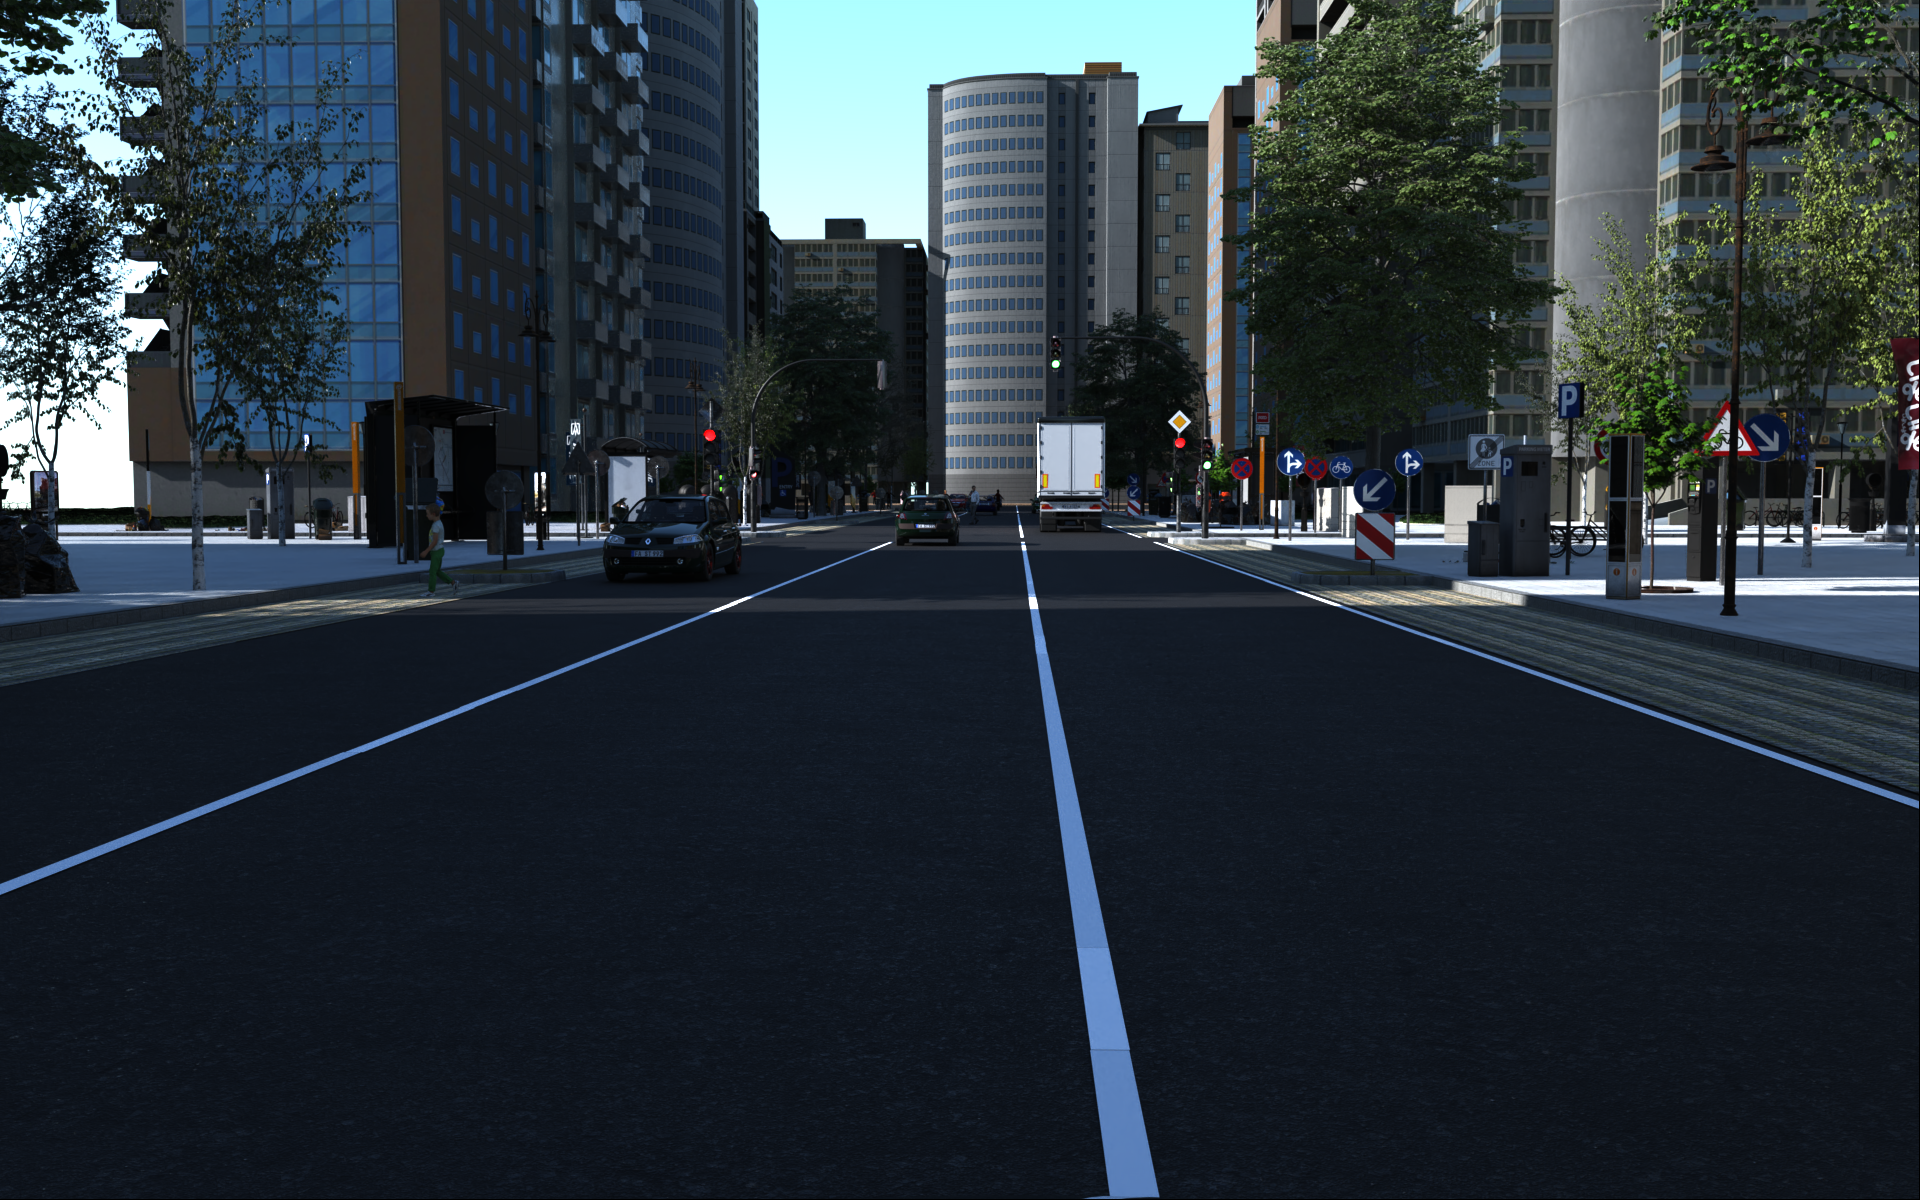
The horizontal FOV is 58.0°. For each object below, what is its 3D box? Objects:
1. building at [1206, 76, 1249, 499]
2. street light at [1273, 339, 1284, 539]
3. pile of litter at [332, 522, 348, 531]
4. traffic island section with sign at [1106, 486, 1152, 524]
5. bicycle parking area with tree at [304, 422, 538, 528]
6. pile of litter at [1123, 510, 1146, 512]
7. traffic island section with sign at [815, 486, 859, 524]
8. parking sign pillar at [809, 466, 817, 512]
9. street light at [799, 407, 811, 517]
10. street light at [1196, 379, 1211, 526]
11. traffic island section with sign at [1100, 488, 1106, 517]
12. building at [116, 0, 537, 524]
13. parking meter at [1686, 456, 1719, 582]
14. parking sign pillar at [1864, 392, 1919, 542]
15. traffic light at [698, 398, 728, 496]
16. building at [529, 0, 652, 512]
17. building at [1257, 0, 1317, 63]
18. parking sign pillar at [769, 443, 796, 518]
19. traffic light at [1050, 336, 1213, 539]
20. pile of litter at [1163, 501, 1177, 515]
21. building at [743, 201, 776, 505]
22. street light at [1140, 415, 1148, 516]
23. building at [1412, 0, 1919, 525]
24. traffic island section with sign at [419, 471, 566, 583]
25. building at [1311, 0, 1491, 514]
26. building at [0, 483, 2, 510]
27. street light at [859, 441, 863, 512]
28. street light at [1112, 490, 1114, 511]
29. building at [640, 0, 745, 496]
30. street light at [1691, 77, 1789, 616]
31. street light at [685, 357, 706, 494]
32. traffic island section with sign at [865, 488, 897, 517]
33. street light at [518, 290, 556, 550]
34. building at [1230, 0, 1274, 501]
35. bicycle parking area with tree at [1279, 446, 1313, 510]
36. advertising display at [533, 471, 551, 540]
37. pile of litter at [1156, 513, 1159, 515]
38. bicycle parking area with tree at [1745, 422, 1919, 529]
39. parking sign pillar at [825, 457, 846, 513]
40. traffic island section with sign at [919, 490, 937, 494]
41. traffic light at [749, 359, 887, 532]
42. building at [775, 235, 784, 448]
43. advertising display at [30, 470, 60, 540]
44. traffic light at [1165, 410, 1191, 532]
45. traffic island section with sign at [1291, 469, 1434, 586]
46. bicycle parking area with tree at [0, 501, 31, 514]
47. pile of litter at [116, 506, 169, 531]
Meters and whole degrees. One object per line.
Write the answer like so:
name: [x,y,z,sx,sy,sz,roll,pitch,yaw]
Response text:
building: [34.322,-32.812,186.579,14.600,45.320,14.200,0,4,2]
street light: [9.069,-4.690,49.472,0.468,5.910,1.993,0,4,2]
pile of litter: [-22.046,-2.871,60.908,1.176,0.858,1.719,0,4,-1]
traffic island section with sign: [8.144,-4.533,82.742,1.989,1.847,2.006,0,4,2]
bicycle parking area with tree: [-21.067,-4.988,68.563,8.231,4.147,9.016,1,4,13]
pile of litter: [12.577,-6.730,123.993,1.719,0.858,1.176,1,4,21]
traffic island section with sign: [-5.880,-4.555,83.097,1.989,1.847,2.006,0,4,2]
parking sign pillar: [-9.838,-8.122,121.264,1.447,3.967,1.447,2,4,33]
street light: [-8.041,-7.170,90.025,0.468,5.910,1.993,0,4,2]
street light: [9.822,-5.944,69.968,0.468,5.910,1.993,0,4,2]
traffic island section with sign: [8.979,-6.181,109.685,1.989,1.847,2.006,0,4,2]
building: [-28.740,-26.337,80.722,14.600,45.320,14.200,0,4,2]
parking meter: [10.932,-1.210,25.502,0.399,1.863,0.255,-2,4,-25]
parking sign pillar: [25.141,-3.549,46.503,1.447,3.967,1.447,1,4,23]
traffic light: [-7.197,-3.760,50.399,0.839,4.253,0.868,0,4,2]
building: [-32.656,-30.056,111.018,23.786,49.044,30.456,0,4,2]
building: [33.758,-30.686,151.834,14.600,45.320,14.200,0,4,2]
parking sign pillar: [-9.395,-6.323,91.853,1.447,3.967,1.447,0,4,-5]
traffic light: [4.964,-4.601,49.891,4.771,5.953,1.251,0,4,2]
pile of litter: [13.625,-5.728,107.616,1.176,0.858,1.719,-2,4,-32]
building: [-26.440,-24.356,169.917,14.160,30.474,14.107,0,4,2]
street light: [10.753,-7.860,101.305,0.468,5.910,1.993,0,4,2]
building: [36.571,-24.090,85.751,23.993,40.220,32.217,0,4,2]
traffic island section with sign: [-7.606,-1.216,28.508,1.989,1.847,2.006,0,4,2]
building: [36.797,-30.256,118.383,21.300,48.544,21.600,0,4,2]
building: [-63.174,-39.445,83.170,20.611,71.187,20.563,0,4,2]
street light: [-6.993,-9.113,121.783,0.468,5.910,1.993,0,4,2]
street light: [11.707,-9.777,132.642,0.468,5.910,1.993,0,4,2]
building: [-31.165,-37.069,148.079,21.231,58.520,28.212,0,4,2]
street light: [8.133,-2.774,18.135,0.468,5.910,1.993,0,4,2]
street light: [-8.949,-5.254,58.687,0.468,5.910,1.993,0,4,2]
traffic island section with sign: [-5.024,-6.233,110.538,1.989,1.847,2.006,0,4,2]
street light: [-9.595,-4.076,39.434,0.468,5.910,1.993,0,4,2]
building: [38.057,-44.651,168.291,20.563,71.187,20.611,0,4,2]
bicycle parking area with tree: [19.789,-7.277,105.988,9.016,4.147,8.231,2,4,29]
advertising display: [-11.678,-2.642,48.412,0.123,1.923,0.974,-2,4,-34]
pile of litter: [13.404,-6.275,116.563,1.176,0.858,1.719,1,4,9]
bicycle parking area with tree: [35.623,-4.858,66.427,9.016,4.147,8.231,0,4,5]
parking sign pillar: [-8.538,-7.964,118.679,1.447,3.967,1.447,0,4,-4]
traffic island section with sign: [-3.440,-9.288,160.483,1.989,1.847,2.006,0,4,2]
traffic light: [-4.851,-5.118,58.349,4.771,5.953,1.251,0,4,2]
building: [-26.608,-25.523,189.001,14.107,30.474,14.160,0,4,2]
advertising display: [-25.179,-2.596,47.663,0.123,1.923,0.974,1,4,11]
traffic light: [7.310,-4.222,57.948,0.839,4.253,0.868,0,4,2]
traffic island section with sign: [6.406,-1.178,27.890,1.989,1.847,2.006,0,4,2]
bicycle parking area with tree: [-47.445,-5.626,78.992,8.231,4.147,9.016,2,4,28]
pile of litter: [-28.529,-2.835,60.312,1.719,0.858,1.176,-1,4,-19]
